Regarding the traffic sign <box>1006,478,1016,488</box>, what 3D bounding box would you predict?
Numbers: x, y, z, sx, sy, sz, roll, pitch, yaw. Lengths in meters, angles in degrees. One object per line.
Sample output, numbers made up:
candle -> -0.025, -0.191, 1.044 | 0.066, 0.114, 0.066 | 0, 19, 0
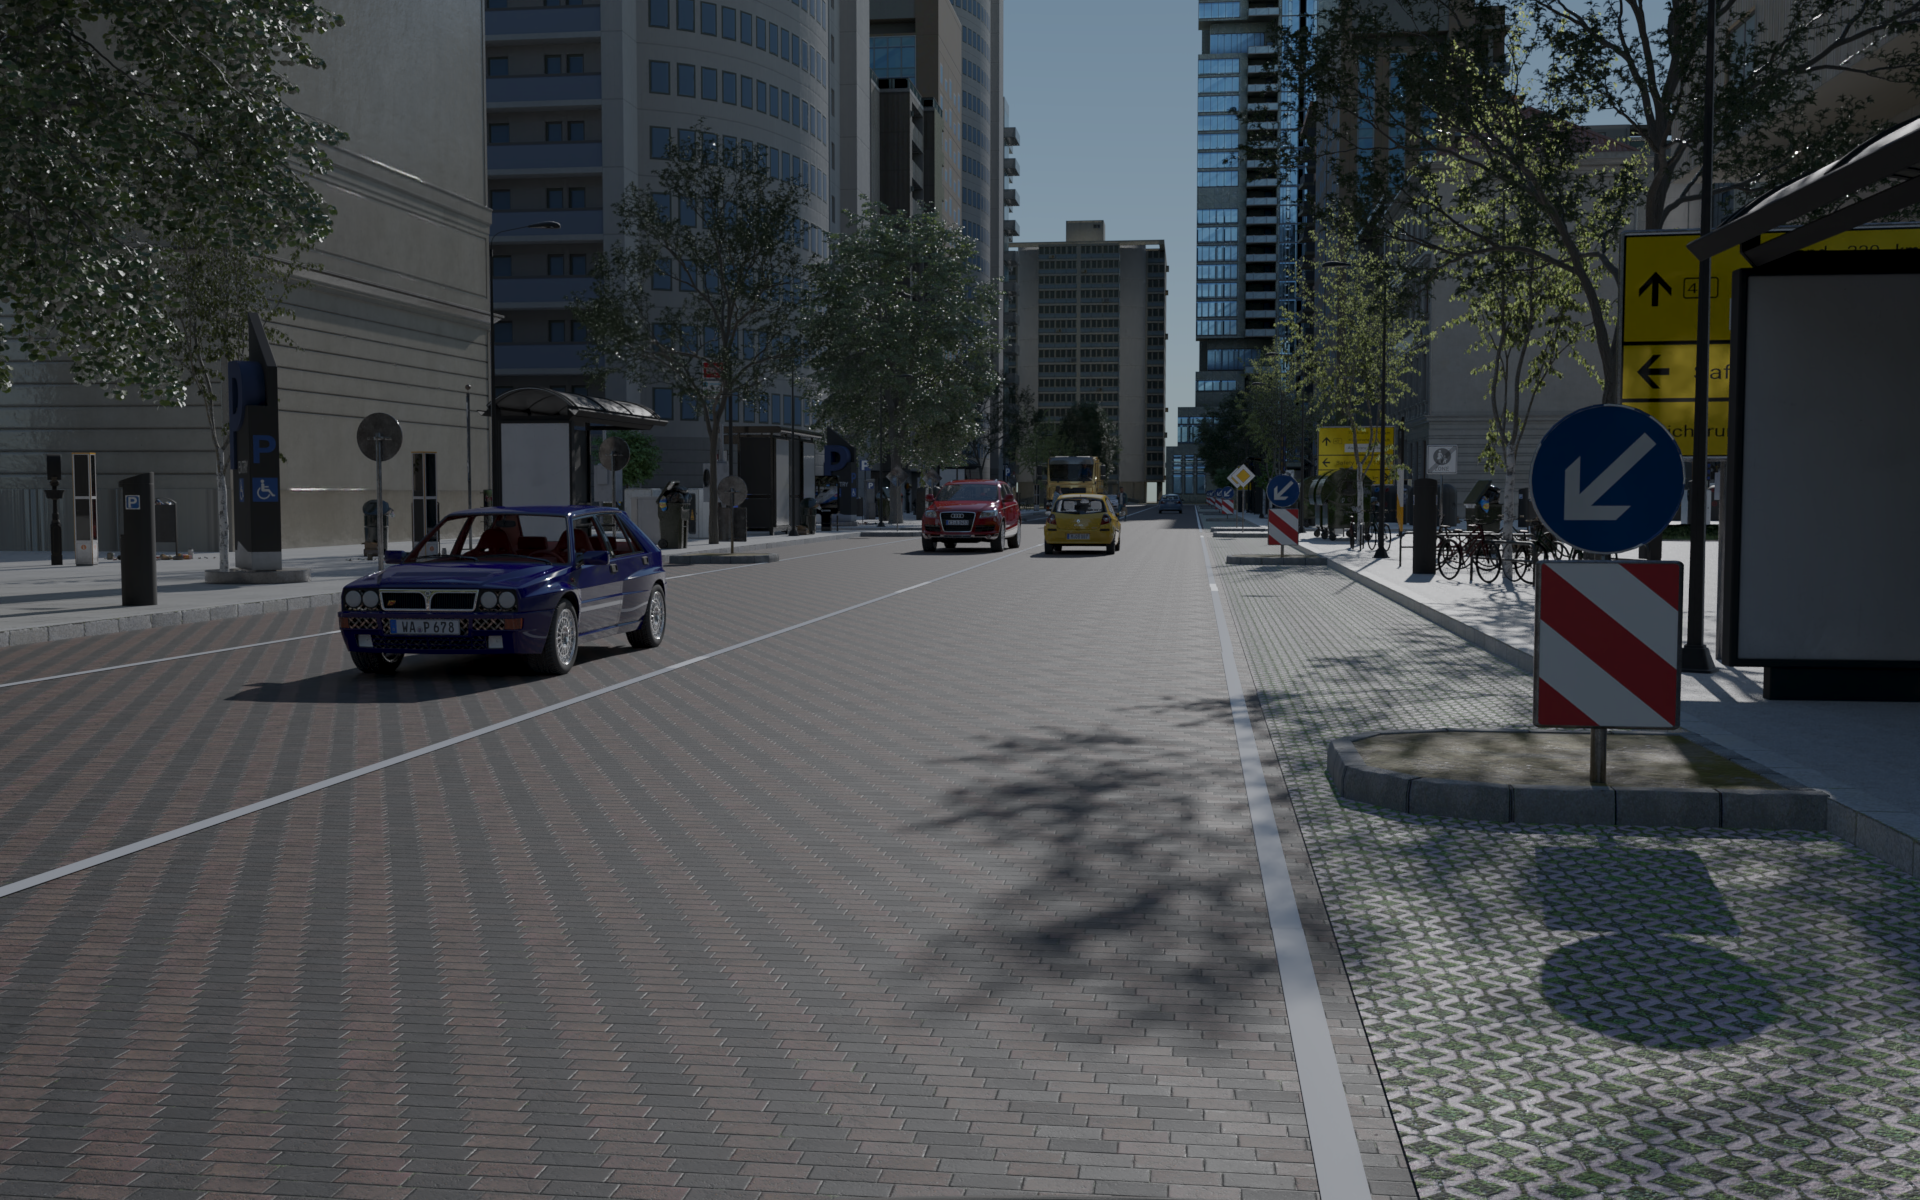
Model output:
traffic sign -> 3.536, -7.302, 120.570 | 0.795, 2.450, 0.064 | 1, 4, 10

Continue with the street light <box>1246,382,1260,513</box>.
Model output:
street light -> 12.826, -6.089, 72.097 | 1.470, 5.913, 1.316 | 0, 4, 8

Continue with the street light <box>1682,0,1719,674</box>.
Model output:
street light -> 4.783, -2.440, 12.439 | 1.470, 5.913, 1.316 | 0, 4, 8

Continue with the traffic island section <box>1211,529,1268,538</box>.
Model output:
traffic island section -> 9.467, -2.175, 57.845 | 2.009, 0.180, 2.903 | 0, 4, 8

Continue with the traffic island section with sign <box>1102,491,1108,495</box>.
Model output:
traffic island section with sign -> 16.438, -11.425, 195.422 | 1.989, 1.847, 2.006 | 0, 4, 8

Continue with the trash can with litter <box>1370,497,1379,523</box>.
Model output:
trash can with litter -> 16.174, -3.529, 69.079 | 1.055, 1.170, 0.624 | -1, 4, -18

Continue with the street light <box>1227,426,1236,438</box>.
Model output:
street light -> 19.063, -8.878, 117.689 | 1.470, 5.913, 1.316 | 0, 4, 8

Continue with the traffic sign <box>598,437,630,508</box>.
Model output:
traffic sign -> -7.667, -2.339, 38.350 | 0.768, 2.556, 0.104 | 1, 4, 16

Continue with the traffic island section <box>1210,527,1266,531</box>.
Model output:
traffic island section -> 10.530, -2.659, 65.759 | 2.009, 0.180, 2.903 | 0, 4, 8

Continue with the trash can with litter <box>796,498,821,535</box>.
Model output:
trash can with litter -> -4.782, -2.628, 54.353 | 0.624, 1.170, 1.055 | 1, 4, 10

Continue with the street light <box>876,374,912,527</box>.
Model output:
street light -> -2.534, -5.794, 67.268 | 1.470, 5.913, 1.316 | 0, 4, 8

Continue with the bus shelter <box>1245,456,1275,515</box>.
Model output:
bus shelter -> 19.191, -7.302, 110.673 | 1.731, 3.624, 6.357 | 0, 4, 7

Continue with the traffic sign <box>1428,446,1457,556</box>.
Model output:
traffic sign -> 10.018, -2.074, 36.046 | 0.606, 2.300, 0.079 | 1, 4, 15

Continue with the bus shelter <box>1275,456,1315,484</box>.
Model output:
bus shelter -> 18.403, -6.221, 95.630 | 2.014, 3.302, 5.546 | 0, 4, 8

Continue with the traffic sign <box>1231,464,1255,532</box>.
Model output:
traffic sign -> 9.442, -3.311, 57.770 | 0.795, 2.450, 0.064 | 0, 4, 8

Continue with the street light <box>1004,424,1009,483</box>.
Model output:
street light -> 3.438, -8.513, 111.735 | 1.470, 5.913, 1.316 | 0, 4, 8

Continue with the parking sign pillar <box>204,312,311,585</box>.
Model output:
parking sign pillar -> -10.237, -2.244, 25.154 | 1.447, 3.967, 1.447 | -2, 4, -32

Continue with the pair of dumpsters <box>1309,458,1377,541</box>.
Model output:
pair of dumpsters -> 10.861, -2.860, 49.247 | 1.574, 2.255, 4.437 | 0, 4, 8

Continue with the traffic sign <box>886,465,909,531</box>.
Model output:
traffic sign -> -2.145, -3.407, 59.342 | 0.795, 2.450, 0.064 | 0, 4, 8

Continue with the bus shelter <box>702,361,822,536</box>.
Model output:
bus shelter -> -6.338, -4.714, 54.714 | 2.179, 5.291, 8.768 | 0, 4, 8

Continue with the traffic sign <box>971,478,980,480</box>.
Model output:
traffic sign -> 1.037, -6.812, 113.500 | 0.606, 2.300, 0.079 | 0, 4, 8

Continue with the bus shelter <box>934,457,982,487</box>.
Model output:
bus shelter -> -0.138, -6.209, 95.442 | 2.014, 3.302, 5.546 | 0, 4, 8

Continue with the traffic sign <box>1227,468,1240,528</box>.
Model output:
traffic sign -> 10.505, -3.795, 65.685 | 0.795, 2.450, 0.064 | 0, 4, 8

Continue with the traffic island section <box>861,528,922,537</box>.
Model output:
traffic island section -> -2.170, -2.271, 59.407 | 2.009, 0.180, 2.903 | 0, 4, 8

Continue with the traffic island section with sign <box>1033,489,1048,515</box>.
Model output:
traffic island section with sign -> 6.085, -6.713, 118.379 | 1.989, 1.847, 2.006 | 0, 4, 8

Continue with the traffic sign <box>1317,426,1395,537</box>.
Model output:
traffic sign -> 11.825, -3.542, 51.786 | 2.265, 3.308, 0.079 | 1, 4, 11

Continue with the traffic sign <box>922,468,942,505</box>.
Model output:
traffic sign -> -1.082, -3.891, 67.256 | 0.795, 2.450, 0.064 | 0, 4, 8

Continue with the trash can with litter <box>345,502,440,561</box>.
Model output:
trash can with litter -> -10.848, -1.392, 33.814 | 2.233, 1.210, 1.678 | -2, 4, -24

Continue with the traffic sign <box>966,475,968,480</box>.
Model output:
traffic sign -> 0.048, -6.022, 98.568 | 0.768, 2.556, 0.104 | 1, 4, 15

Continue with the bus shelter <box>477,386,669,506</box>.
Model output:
bus shelter -> -7.742, -2.533, 35.333 | 2.014, 3.302, 5.546 | 0, 4, 8

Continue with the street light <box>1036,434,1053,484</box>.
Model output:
street light -> 6.515, -9.930, 134.894 | 1.470, 5.913, 1.316 | 0, 4, 8

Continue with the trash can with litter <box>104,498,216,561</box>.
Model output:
trash can with litter -> -15.929, -1.395, 33.865 | 2.233, 1.210, 1.678 | 0, 4, -2

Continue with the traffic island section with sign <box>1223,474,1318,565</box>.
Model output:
traffic island section with sign -> 6.494, -1.650, 35.612 | 1.989, 1.847, 2.006 | 0, 4, 8

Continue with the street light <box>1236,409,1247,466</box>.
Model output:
street light -> 16.021, -7.488, 94.969 | 1.470, 5.913, 1.316 | 0, 4, 8

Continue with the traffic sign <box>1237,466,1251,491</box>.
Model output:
traffic sign -> 20.895, -7.921, 123.378 | 2.265, 3.308, 0.079 | 1, 4, 16

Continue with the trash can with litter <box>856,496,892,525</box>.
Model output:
trash can with litter -> -3.970, -3.759, 72.516 | 2.233, 1.210, 1.678 | 1, 4, 13

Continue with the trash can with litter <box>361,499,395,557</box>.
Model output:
trash can with litter -> -12.092, -1.503, 35.960 | 0.624, 1.170, 1.055 | -1, 4, -13

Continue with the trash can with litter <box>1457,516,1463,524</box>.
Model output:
trash can with litter -> 21.284, -3.911, 75.335 | 1.055, 1.170, 0.624 | 0, 4, -6

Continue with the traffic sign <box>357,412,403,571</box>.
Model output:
traffic sign -> -9.067, -1.648, 27.051 | 0.768, 2.556, 0.104 | 1, 4, 9

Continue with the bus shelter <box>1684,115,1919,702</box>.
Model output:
bus shelter -> 5.244, -0.872, 8.186 | 2.014, 3.302, 5.546 | 0, 4, 7

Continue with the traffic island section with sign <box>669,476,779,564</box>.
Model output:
traffic island section with sign -> -4.901, -1.709, 36.565 | 1.989, 1.847, 2.006 | 0, 4, 8

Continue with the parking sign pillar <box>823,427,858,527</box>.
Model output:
parking sign pillar -> -4.772, -4.915, 68.831 | 1.447, 3.967, 1.447 | 2, 4, 29

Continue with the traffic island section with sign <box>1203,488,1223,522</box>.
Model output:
traffic island section with sign -> 13.860, -5.005, 90.466 | 1.989, 1.847, 2.006 | 0, 4, 8

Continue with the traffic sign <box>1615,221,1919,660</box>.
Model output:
traffic sign -> 6.202, -1.185, 13.255 | 2.265, 3.308, 0.079 | 1, 4, 12

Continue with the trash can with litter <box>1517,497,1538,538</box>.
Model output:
trash can with litter -> 17.261, -2.436, 50.893 | 2.233, 1.210, 1.678 | -2, 4, -25

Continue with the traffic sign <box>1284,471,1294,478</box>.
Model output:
traffic sign -> 13.995, -4.409, 74.212 | 0.606, 2.300, 0.079 | 1, 4, 12

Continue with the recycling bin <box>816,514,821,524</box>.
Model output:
recycling bin -> -5.834, -3.842, 75.368 | 0.722, 1.027, 0.722 | 2, 4, 29

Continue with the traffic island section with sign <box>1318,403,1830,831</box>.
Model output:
traffic island section with sign -> 2.835, 0.015, 8.390 | 1.989, 1.847, 2.006 | 0, 4, 8

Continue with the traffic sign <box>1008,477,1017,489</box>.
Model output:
traffic sign -> 3.773, -7.716, 126.257 | 0.768, 2.556, 0.104 | 1, 4, 13

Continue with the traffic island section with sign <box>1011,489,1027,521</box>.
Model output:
traffic island section with sign -> 2.501, -5.079, 91.662 | 1.989, 1.847, 2.006 | 0, 4, 8

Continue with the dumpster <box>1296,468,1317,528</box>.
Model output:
dumpster -> 13.715, -3.921, 66.609 | 1.502, 2.255, 1.985 | 0, 4, 8

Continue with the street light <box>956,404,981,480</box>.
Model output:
street light -> 0.386, -7.154, 89.510 | 1.470, 5.913, 1.316 | 0, 4, 8

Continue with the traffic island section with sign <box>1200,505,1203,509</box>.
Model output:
traffic island section with sign -> 17.449, -6.639, 117.182 | 1.989, 1.847, 2.006 | 0, 4, 8

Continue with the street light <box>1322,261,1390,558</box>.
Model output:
street light -> 7.914, -3.799, 34.653 | 1.470, 5.913, 1.316 | 0, 4, 8
